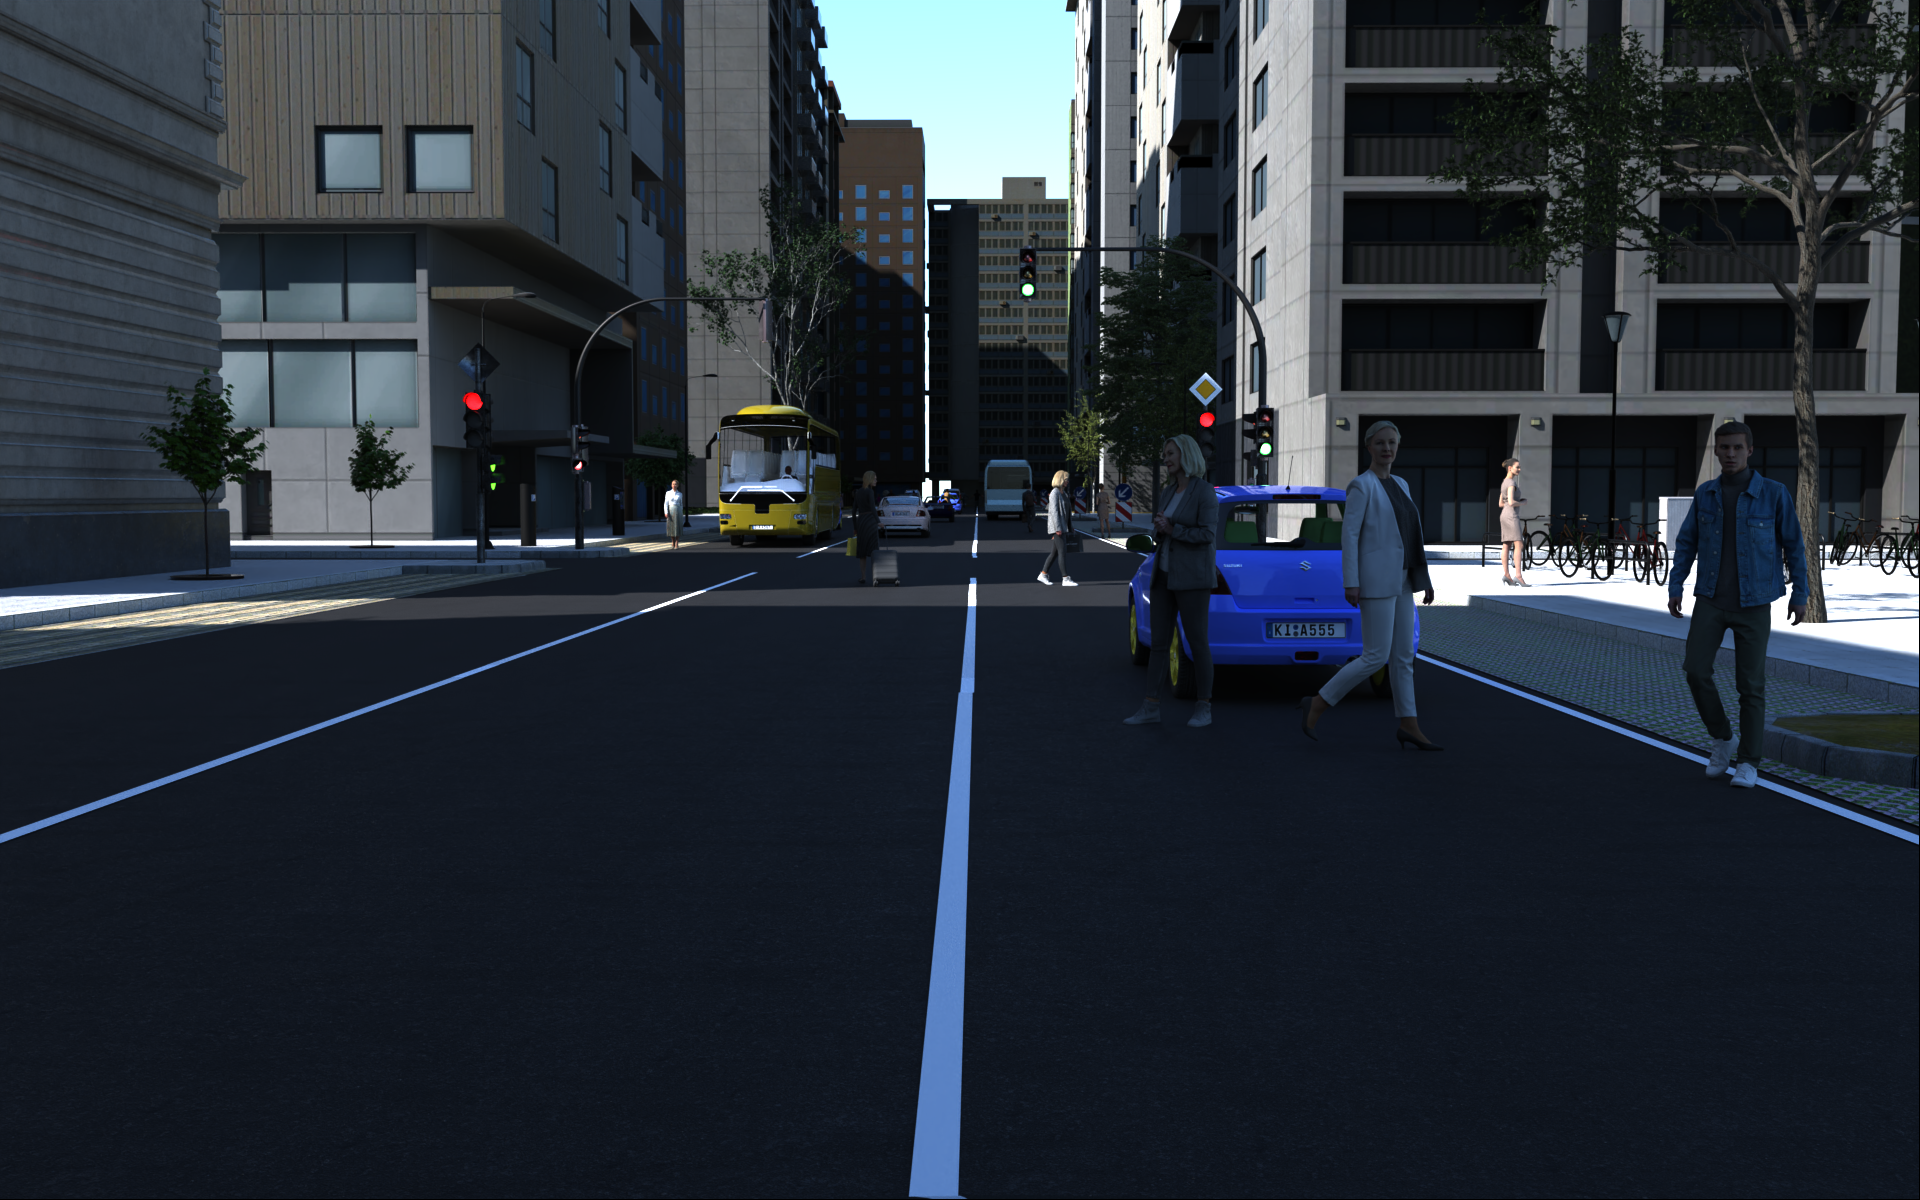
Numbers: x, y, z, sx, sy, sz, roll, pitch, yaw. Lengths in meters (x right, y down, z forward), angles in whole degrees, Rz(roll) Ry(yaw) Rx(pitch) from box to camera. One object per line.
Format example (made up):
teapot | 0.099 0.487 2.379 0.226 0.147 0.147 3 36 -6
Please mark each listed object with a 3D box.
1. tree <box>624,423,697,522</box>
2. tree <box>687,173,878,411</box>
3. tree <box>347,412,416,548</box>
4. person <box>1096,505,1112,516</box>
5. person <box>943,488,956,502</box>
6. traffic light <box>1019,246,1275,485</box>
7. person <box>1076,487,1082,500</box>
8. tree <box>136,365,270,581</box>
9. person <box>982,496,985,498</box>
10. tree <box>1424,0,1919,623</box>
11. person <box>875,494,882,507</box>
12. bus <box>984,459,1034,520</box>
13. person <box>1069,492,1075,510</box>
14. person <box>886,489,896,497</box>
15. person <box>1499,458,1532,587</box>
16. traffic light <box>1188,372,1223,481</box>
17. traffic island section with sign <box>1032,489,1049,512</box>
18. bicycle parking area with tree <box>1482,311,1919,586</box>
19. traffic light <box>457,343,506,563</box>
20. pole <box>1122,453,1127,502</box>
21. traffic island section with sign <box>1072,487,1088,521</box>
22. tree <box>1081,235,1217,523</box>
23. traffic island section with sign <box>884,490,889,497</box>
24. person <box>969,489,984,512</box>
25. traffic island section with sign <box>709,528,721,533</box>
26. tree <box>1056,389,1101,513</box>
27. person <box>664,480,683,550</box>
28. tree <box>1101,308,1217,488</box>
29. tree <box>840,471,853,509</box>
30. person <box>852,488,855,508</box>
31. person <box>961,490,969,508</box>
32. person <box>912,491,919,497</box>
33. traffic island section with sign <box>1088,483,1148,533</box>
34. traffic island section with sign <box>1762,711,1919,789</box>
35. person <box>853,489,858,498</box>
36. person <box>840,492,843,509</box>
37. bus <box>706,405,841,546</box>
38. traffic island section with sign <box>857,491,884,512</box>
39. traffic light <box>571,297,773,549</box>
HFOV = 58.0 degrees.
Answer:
tree | -13.780 -5.860 79.527 4.285 4.588 4.351 0 3 0
tree | -11.228 -15.255 105.308 12.611 20.169 13.585 0 3 0
tree | -14.054 -2.848 41.174 1.663 3.219 1.824 0 3 0
person | 8.170 -5.358 99.145 1.012 1.151 0.738 0 4 -8
person | -0.851 -6.697 118.098 1.348 1.812 0.705 3 5 43
traffic light | 3.459 -3.501 31.910 4.771 5.953 1.251 0 4 1
person | 8.387 -7.085 122.332 0.683 1.767 0.568 2 4 25
tree | -11.250 -1.928 26.127 1.663 3.219 1.824 0 3 0
person | 2.111 -8.229 143.569 0.750 1.759 0.617 -1 4 -11
tree | 8.198 -5.059 17.124 7.601 10.594 8.767 1 4 17
person | -7.120 -8.516 150.958 0.991 1.433 0.599 3 4 37
bus | 2.826 -6.403 99.555 2.948 3.499 13.247 0 4 2
person | 8.946 -7.916 138.663 0.628 1.438 0.799 -1 4 -18
person | -5.500 -7.958 138.758 1.348 1.807 0.705 -1 4 -17
person | 7.734 -1.086 24.142 0.374 1.781 0.599 0 4 3
traffic light | 5.636 -3.125 40.014 0.839 4.253 0.868 0 4 1
traffic island section with sign | 6.766 -8.170 142.213 1.989 1.847 2.006 0 4 1
bicycle parking area with tree | 12.940 -2.492 27.749 8.231 4.147 9.016 1 4 9
traffic light | -8.909 -2.645 32.166 0.839 4.253 0.868 0 4 1
pole | 7.843 -5.435 82.700 0.158 3.312 0.155 0 3 0
traffic island section with sign | 6.240 -5.105 92.097 1.989 1.847 2.006 0 4 1
tree | 8.873 -9.648 75.871 7.486 12.596 7.792 0 3 0
traffic island section with sign | -7.166 -9.842 169.539 1.989 1.847 2.006 0 4 1
person | 1.358 -8.048 140.090 1.348 1.822 0.705 -1 4 -18
traffic island section with sign | -8.279 -3.441 64.884 1.989 1.847 2.006 0 4 1
tree | 8.867 -10.237 117.734 4.737 8.622 4.395 0 3 0
person | -7.415 -2.215 44.948 0.478 1.798 0.641 0 4 -5
tree | 8.595 -7.197 68.035 4.737 8.622 4.395 0 3 0
tree | -9.734 -9.292 146.526 1.663 3.219 1.824 0 3 0
person | -9.926 -9.519 161.681 0.705 1.823 1.348 0 4 -1
person | 0.301 -10.415 178.867 1.350 1.814 0.705 -1 4 -9
person | -4.031 -8.639 150.464 1.217 1.736 0.721 -1 4 -12
traffic island section with sign | 5.940 -3.431 64.724 1.989 1.847 2.006 0 4 1
traffic island section with sign | 5.353 -0.031 9.137 1.989 1.847 2.006 0 4 1
person | -9.590 -9.340 159.485 0.721 1.736 1.217 1 4 13
person | -10.289 -8.750 149.771 0.621 1.740 0.551 -1 4 -10
bus | -5.221 -3.665 51.471 2.896 3.916 12.252 0 3 0
traffic island section with sign | -7.459 -8.172 142.244 1.989 1.847 2.006 0 4 1
traffic light | -6.732 -4.006 40.163 4.771 5.953 1.251 0 4 1
